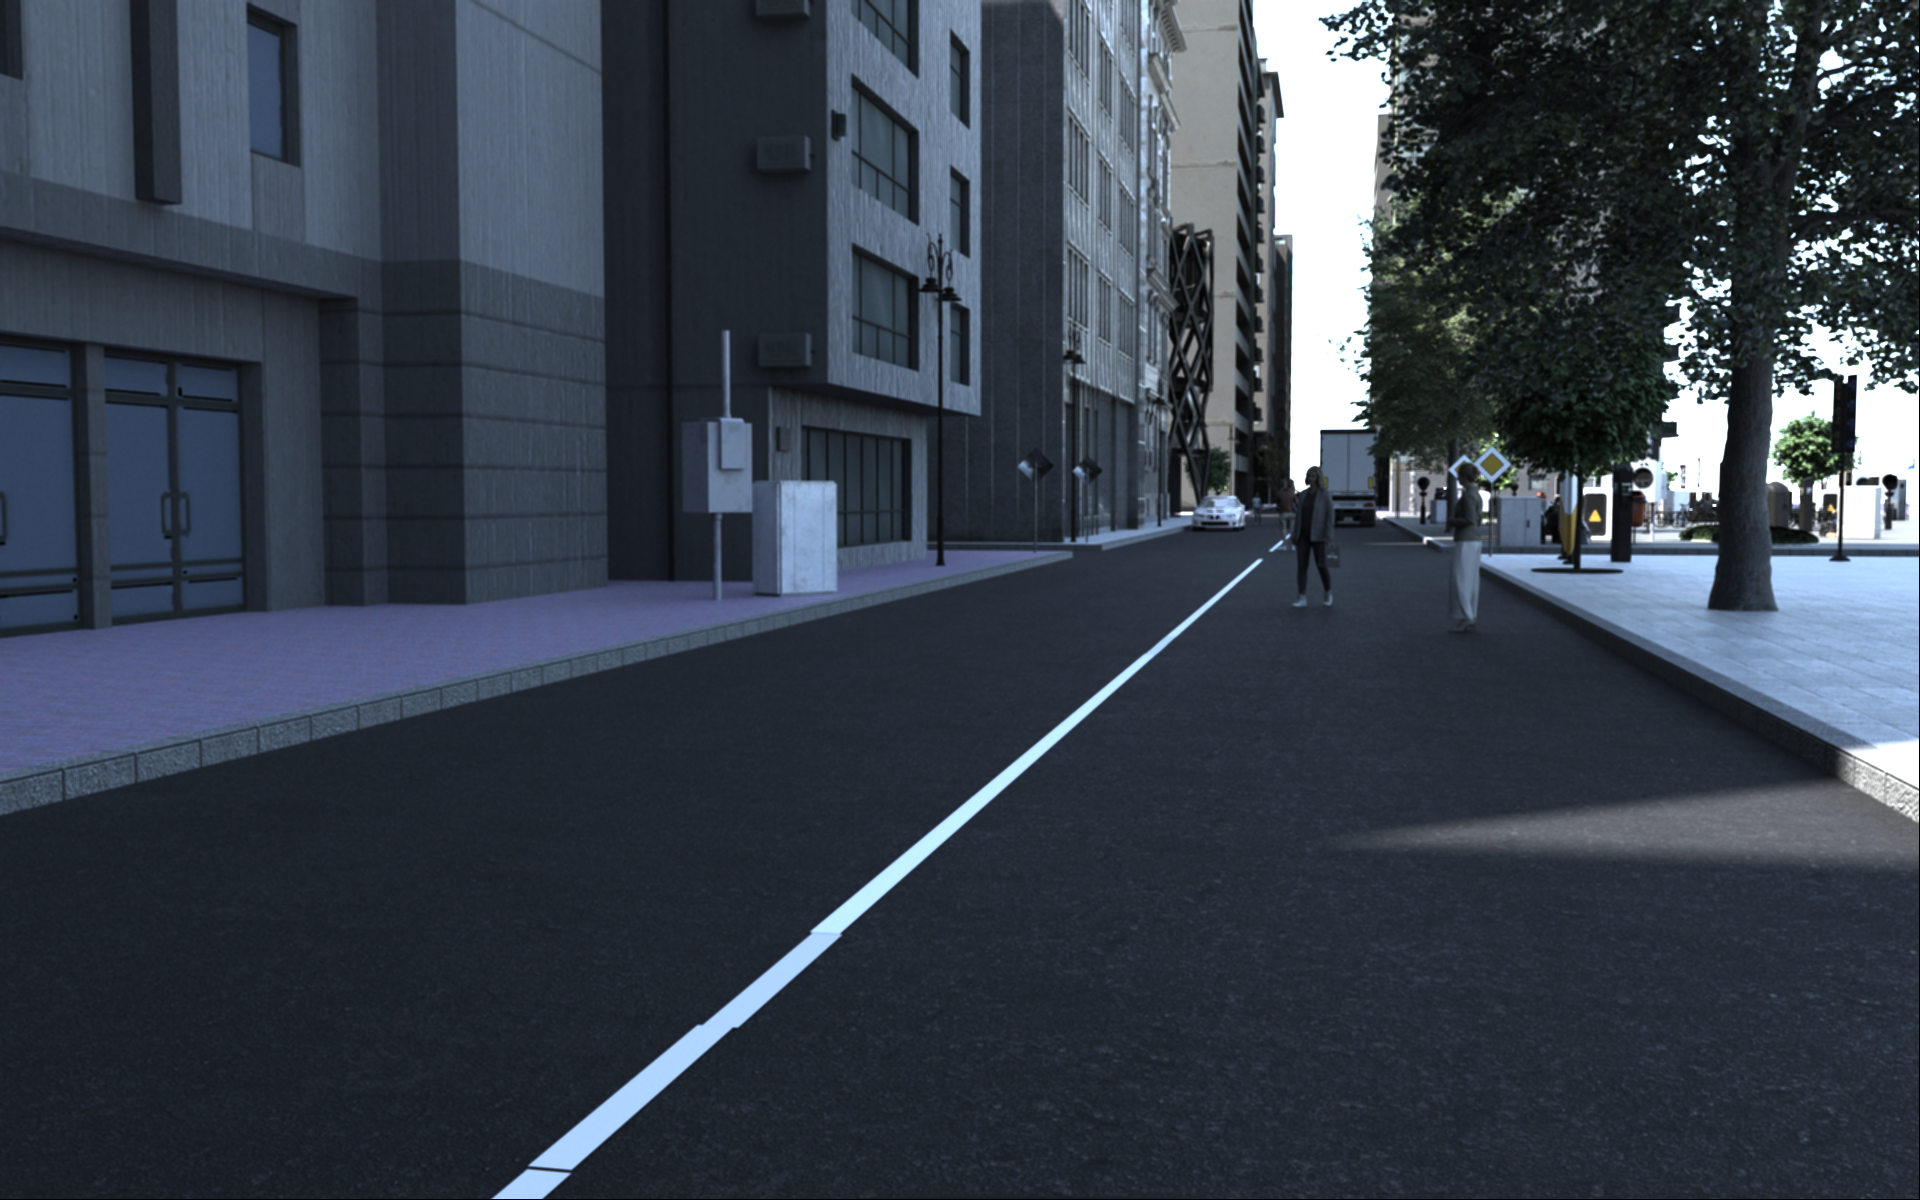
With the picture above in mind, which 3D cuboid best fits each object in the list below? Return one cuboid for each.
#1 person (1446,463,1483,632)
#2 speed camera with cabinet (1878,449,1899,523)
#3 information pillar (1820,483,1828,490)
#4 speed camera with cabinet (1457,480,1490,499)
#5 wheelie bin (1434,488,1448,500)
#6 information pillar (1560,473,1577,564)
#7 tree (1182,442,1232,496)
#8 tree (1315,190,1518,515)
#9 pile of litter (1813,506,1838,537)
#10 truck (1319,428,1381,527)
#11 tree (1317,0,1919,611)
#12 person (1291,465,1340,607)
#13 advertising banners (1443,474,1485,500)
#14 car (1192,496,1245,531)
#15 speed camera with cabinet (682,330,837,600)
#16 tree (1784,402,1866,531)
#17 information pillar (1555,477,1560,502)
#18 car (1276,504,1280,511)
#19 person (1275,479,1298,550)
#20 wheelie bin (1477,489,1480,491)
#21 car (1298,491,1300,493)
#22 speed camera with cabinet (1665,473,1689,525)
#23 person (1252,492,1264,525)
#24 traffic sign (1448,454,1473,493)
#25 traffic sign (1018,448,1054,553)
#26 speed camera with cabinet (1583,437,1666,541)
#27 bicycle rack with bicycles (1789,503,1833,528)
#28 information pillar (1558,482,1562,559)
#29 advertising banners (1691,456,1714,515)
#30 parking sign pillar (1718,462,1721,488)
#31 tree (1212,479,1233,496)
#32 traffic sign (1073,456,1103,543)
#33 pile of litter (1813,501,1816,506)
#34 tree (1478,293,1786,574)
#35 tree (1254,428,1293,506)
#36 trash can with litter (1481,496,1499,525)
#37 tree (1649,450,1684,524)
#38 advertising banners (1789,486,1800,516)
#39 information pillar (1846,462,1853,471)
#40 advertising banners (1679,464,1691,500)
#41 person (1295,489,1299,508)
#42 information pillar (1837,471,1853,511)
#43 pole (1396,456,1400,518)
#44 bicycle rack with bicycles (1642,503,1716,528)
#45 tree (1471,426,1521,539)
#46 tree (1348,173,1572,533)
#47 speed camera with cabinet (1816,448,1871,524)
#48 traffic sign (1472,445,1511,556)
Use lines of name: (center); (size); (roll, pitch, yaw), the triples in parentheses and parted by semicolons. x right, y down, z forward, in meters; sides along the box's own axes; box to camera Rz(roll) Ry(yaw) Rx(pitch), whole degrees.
person: (5.279, -0.558, 18.165); (0.362, 1.759, 0.519); (2, 4, 29)
speed camera with cabinet: (40.373, -5.009, 76.231); (2.038, 3.252, 0.660); (-2, 4, -25)
information pillar: (55.486, -6.531, 111.274); (0.304, 2.012, 0.304); (-2, 4, -28)
speed camera with cabinet: (27.464, -6.014, 92.662); (2.038, 3.252, 0.660); (1, 4, 16)
wheelie bin: (24.950, -4.998, 89.627); (0.980, 1.594, 0.693); (2, 4, 34)
information pillar: (11.261, -2.468, 31.712); (0.183, 3.616, 0.504); (3, 5, 40)
tree: (15.384, -7.557, 107.266); (4.285, 4.588, 4.351); (0, 3, 0)
tree: (28.013, -15.216, 104.677); (12.611, 20.169, 13.585); (0, 3, 0)
pile of litter: (26.649, -2.331, 52.085); (1.719, 0.858, 1.176); (0, 4, 4)
truck: (17.881, -5.536, 79.431); (2.839, 4.237, 11.283); (1, 4, 13)
tree: (8.813, -6.866, 18.914); (9.857, 13.997, 8.962); (0, 3, 0)
person: (4.578, -0.819, 22.066); (0.709, 1.800, 0.728); (3, 5, 43)
advertising banners: (22.182, -4.872, 75.848); (2.074, 3.025, 0.090); (0, 4, -2)
car: (10.290, -3.445, 68.693); (2.083, 1.381, 4.827); (1, 4, 13)
speed camera with cabinet: (-2.487, -1.672, 21.670); (2.038, 3.252, 0.660); (-3, 5, -45)
tree: (29.956, -4.735, 61.131); (4.285, 4.588, 4.351); (0, 3, 0)
information pillar: (25.735, -4.269, 74.290); (0.304, 2.012, 0.304); (3, 5, 44)
car: (28.037, -8.492, 148.436); (1.945, 1.707, 3.694); (1, 4, 14)
person: (8.409, -2.196, 44.384); (0.573, 1.828, 0.580); (3, 5, 42)
wheelie bin: (33.972, -6.521, 114.521); (0.980, 1.594, 0.693); (0, 4, 6)
car: (40.305, -11.852, 202.447); (2.281, 1.827, 5.304); (1, 4, 11)
speed camera with cabinet: (29.664, -4.787, 72.599); (2.038, 3.252, 0.660); (-2, 4, -28)
person: (14.009, -4.302, 81.429); (0.503, 1.515, 0.523); (-3, 4, -36)
traffic sign: (12.611, -2.431, 43.386); (0.795, 2.450, 0.064); (1, 4, 12)
traffic sign: (1.638, -2.078, 37.617); (0.795, 2.450, 0.064); (1, 4, 12)
speed camera with cabinet: (18.074, -3.248, 47.433); (2.038, 3.252, 0.660); (3, 4, 38)
bicycle rack with bicycles: (35.135, -3.601, 72.263); (2.852, 0.926, 2.925); (1, 4, 22)
information pillar: (11.880, -2.608, 33.990); (0.183, 3.616, 0.504); (0, 4, 6)
advertising banners: (34.980, -5.210, 81.372); (0.090, 3.025, 2.074); (3, 5, 45)
parking sign pillar: (44.838, -6.865, 100.709); (1.447, 3.967, 1.447); (-3, 5, -41)
tree: (17.777, -7.549, 118.022); (1.663, 3.219, 1.824); (0, 3, 0)
traffic sign: (3.338, -2.555, 45.420); (0.795, 2.450, 0.064); (1, 4, 12)
pile of litter: (53.336, -5.718, 107.450); (1.719, 0.858, 1.176); (-2, 4, -27)
tree: (10.130, -2.738, 28.479); (4.285, 4.588, 4.351); (0, 3, 0)
tree: (34.933, -14.894, 193.879); (4.737, 8.622, 4.395); (0, 3, 0)
trash can with litter: (21.777, -3.716, 71.822); (2.233, 1.210, 1.678); (1, 4, 12)
tree: (30.650, -4.972, 75.893); (1.663, 3.219, 1.824); (0, 3, 0)
advertising banners: (40.496, -5.416, 84.732); (0.090, 3.025, 2.074); (-2, 4, -32)
information pillar: (41.498, -5.484, 81.019); (0.504, 3.616, 0.183); (0, 4, 5)
advertising banners: (42.914, -6.428, 101.283); (2.074, 3.025, 0.090); (-1, 4, -12)
person: (27.314, -8.057, 140.169); (1.348, 1.831, 0.705); (1, 4, 19)
information pillar: (28.442, -3.131, 55.685); (0.304, 2.012, 0.304); (-1, 4, -15)
pole: (23.350, -6.024, 92.343); (0.158, 3.312, 0.155); (0, 3, 0)
bicycle rack with bicycles: (27.488, -3.217, 65.981); (2.852, 0.926, 2.925); (-2, 4, -27)
tree: (15.112, -3.350, 49.371); (1.663, 3.219, 1.824); (0, 3, 0)
tree: (16.792, -8.506, 57.203); (7.486, 12.596, 7.792); (0, 3, 0)
speed camera with cabinet: (38.290, -4.936, 75.039); (2.038, 3.252, 0.660); (1, 4, 13)
traffic sign: (10.911, -1.954, 35.583); (0.795, 2.450, 0.064); (1, 4, 12)
